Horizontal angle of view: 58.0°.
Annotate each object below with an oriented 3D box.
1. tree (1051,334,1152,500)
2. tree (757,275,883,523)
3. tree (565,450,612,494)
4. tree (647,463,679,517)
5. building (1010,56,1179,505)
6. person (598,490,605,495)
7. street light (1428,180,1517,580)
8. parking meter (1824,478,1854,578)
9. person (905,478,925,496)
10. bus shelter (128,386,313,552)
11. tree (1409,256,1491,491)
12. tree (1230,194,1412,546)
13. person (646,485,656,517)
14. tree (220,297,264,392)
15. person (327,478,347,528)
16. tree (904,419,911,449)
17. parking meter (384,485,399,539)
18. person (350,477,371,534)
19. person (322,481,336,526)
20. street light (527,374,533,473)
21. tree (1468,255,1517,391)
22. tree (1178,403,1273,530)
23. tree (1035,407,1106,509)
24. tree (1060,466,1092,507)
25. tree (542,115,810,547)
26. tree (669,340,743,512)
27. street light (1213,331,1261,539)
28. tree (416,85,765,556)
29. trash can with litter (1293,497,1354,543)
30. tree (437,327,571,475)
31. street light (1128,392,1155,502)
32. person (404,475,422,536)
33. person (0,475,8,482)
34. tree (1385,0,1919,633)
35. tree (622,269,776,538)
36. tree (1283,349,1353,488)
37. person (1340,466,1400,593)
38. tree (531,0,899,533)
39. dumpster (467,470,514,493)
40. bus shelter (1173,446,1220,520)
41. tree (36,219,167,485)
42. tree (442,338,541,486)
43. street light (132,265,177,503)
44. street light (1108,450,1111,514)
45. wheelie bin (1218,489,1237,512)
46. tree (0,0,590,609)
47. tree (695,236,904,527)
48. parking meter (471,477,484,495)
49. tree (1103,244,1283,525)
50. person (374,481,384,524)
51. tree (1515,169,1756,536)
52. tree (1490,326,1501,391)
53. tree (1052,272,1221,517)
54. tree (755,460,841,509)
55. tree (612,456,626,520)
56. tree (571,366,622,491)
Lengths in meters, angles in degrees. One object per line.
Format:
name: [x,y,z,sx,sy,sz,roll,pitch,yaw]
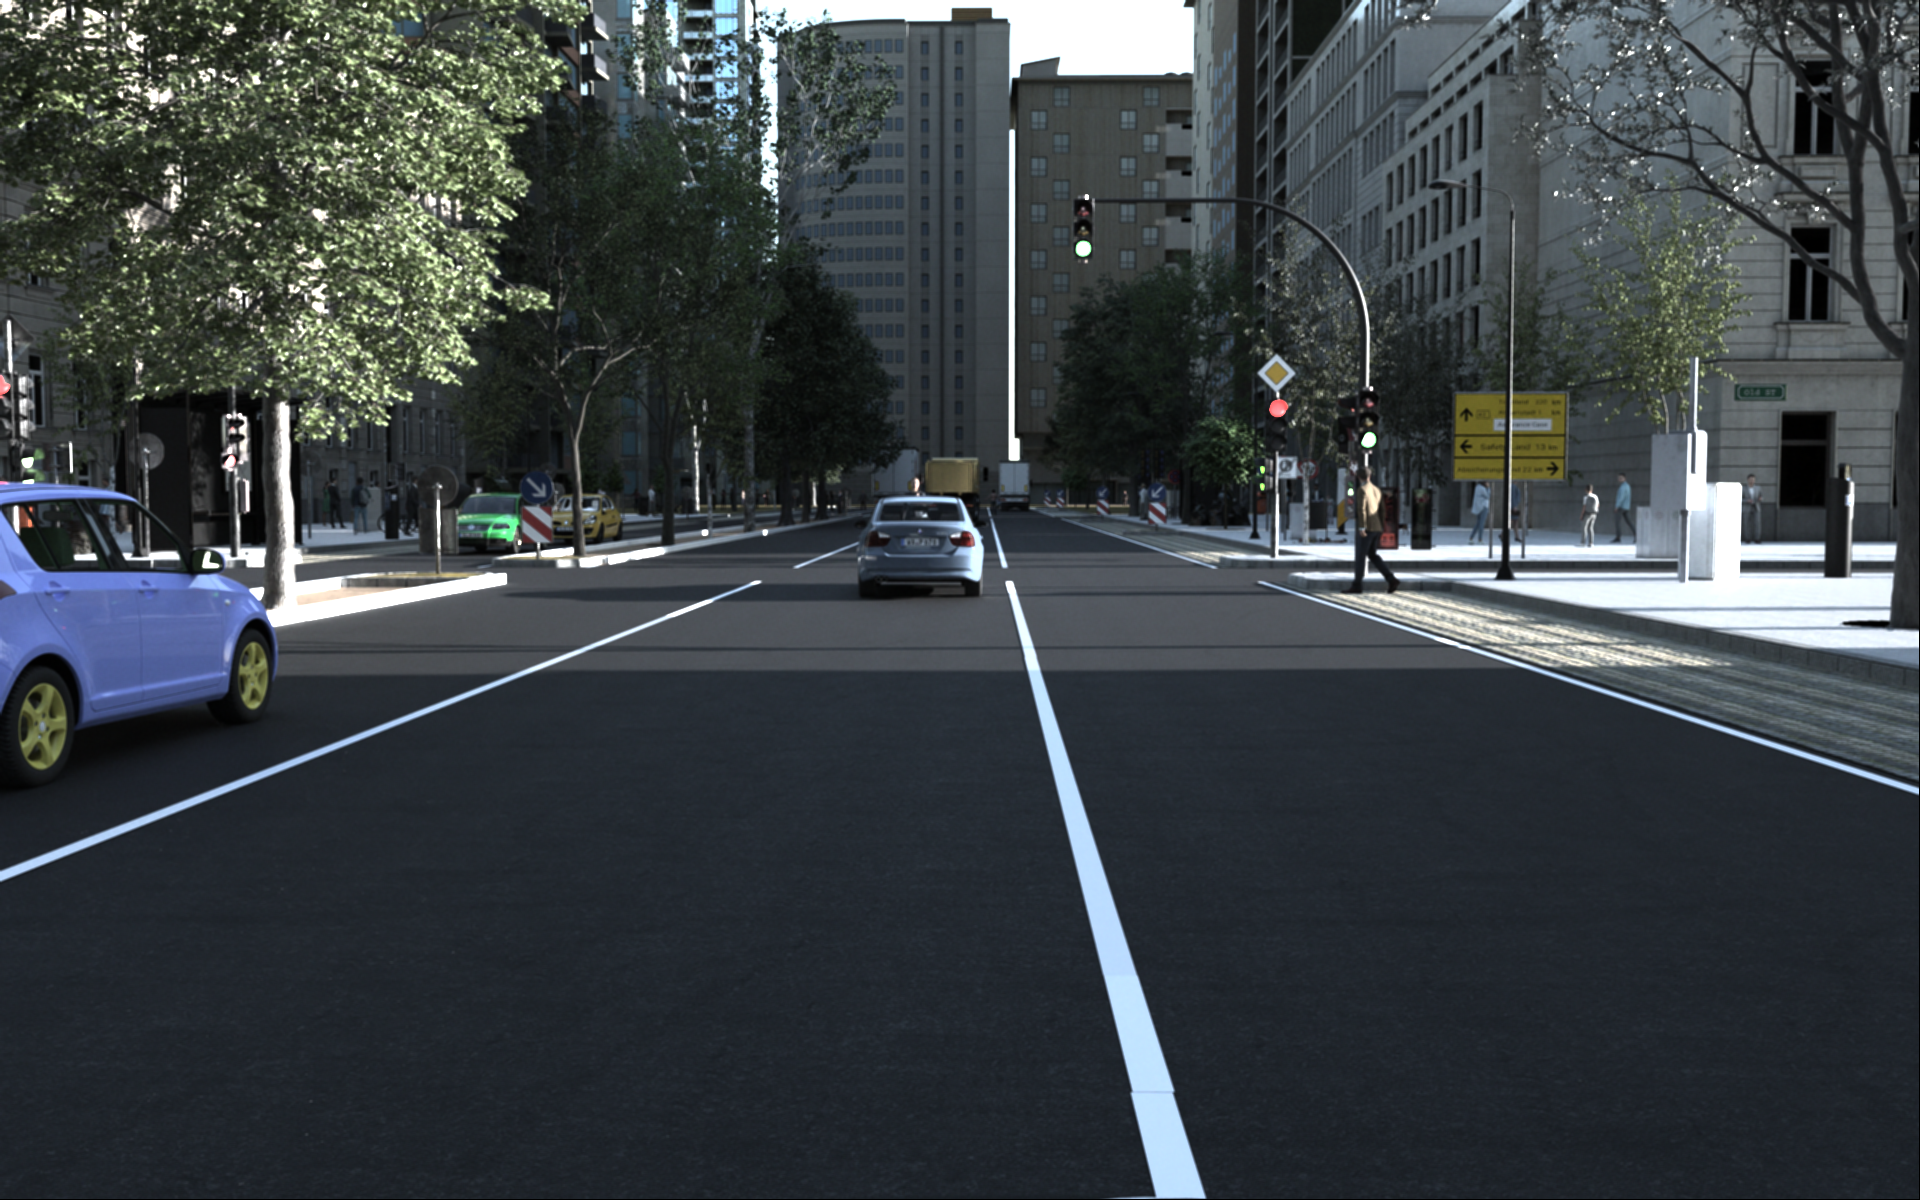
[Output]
tree: [9.960,-12.439,121.505,7.486,12.596,7.792,0,3,0]
tree: [-7.710,-10.079,85.373,7.486,12.596,7.792,0,3,0]
tree: [-16.420,-4.945,75.449,1.663,3.219,1.824,0,3,0]
tree: [-16.801,-6.310,97.772,1.663,3.219,1.824,0,3,0]
building: [19.952,-38.430,217.569,27.495,52.752,28.713,0,4,1]
person: [-19.073,-5.180,91.414,0.598,1.740,0.731,2,4,28]
street light: [7.637,-3.258,25.811,1.470,5.913,1.316,0,4,1]
parking meter: [13.519,-1.114,26.632,0.372,1.533,0.369,0,3,0]
person: [-0.953,-1.646,35.827,0.576,1.772,0.534,0,4,-1]
bus shelter: [-17.086,-3.007,40.453,1.731,3.624,6.357,0,4,1]
tree: [12.272,-6.061,49.465,4.360,8.622,3.978,0,3,0]
tree: [8.579,-5.636,42.506,4.360,8.622,3.978,0,3,0]
person: [-17.061,-5.462,95.580,0.641,1.798,0.478,2,4,33]
tree: [-24.972,-6.520,56.963,4.737,8.622,4.395,0,3,0]
person: [-23.443,-3.650,65.084,0.648,1.900,0.474,1,4,20]
tree: [-7.524,-10.676,94.012,9.611,12.733,9.660,0,3,0]
parking meter: [-16.123,-2.490,49.126,0.372,1.533,0.369,0,3,0]
person: [-19.110,-2.998,55.051,0.794,1.824,0.713,0,4,5]
person: [-25.484,-3.888,69.862,0.529,1.795,0.600,2,4,26]
street light: [-15.654,-5.655,65.001,1.470,5.913,1.316,0,4,1]
tree: [17.432,-6.273,52.923,4.737,8.622,4.395,0,3,0]
tree: [9.587,-4.831,62.694,4.285,4.588,4.351,0,3,0]
tree: [11.216,-14.841,177.061,7.601,10.594,8.767,-2,4,-29]
tree: [11.370,-11.367,169.567,4.285,4.588,4.351,0,3,0]
tree: [-7.922,-7.274,47.137,9.928,11.665,9.643,0,3,0]
tree: [-16.490,-13.265,127.245,12.009,13.543,11.850,0,3,0]
street light: [7.924,-4.710,49.555,1.470,5.913,1.316,0,4,1]
tree: [-8.385,-6.205,38.327,8.767,10.594,7.601,0,4,1]
trash can with litter: [9.842,-2.120,45.714,2.233,1.210,1.678,0,4,4]
tree: [-19.851,-7.566,74.073,4.737,8.622,4.395,0,3,0]
street light: [8.354,-6.527,79.258,1.470,5.913,1.316,0,4,1]
person: [-16.659,-2.888,53.042,0.755,1.850,0.659,-1,4,-12]
person: [-27.114,-2.627,49.093,0.694,1.812,0.767,3,4,39]
tree: [8.983,-6.478,16.278,12.009,13.543,11.850,0,3,0]
tree: [-7.991,-6.258,55.146,4.737,8.622,4.395,0,3,0]
tree: [17.833,-8.292,85.930,4.737,8.622,4.395,0,3,0]
person: [5.898,-1.005,24.849,0.836,1.842,0.656,1,4,12]
tree: [-8.951,-12.582,64.067,12.611,20.169,13.585,0,3,0]
dumpster: [-18.823,-4.081,69.220,1.502,2.255,1.985,0,4,1]
bus shelter: [11.651,-5.747,85.252,1.731,3.624,6.357,0,4,1]
tree: [-23.007,-5.901,46.843,4.737,8.622,4.395,0,3,0]
tree: [-21.752,-7.987,80.946,4.360,8.622,3.978,0,3,0]
street light: [-16.128,-3.821,35.017,1.470,5.913,1.316,0,4,1]
street light: [8.807,-8.344,108.961,1.470,5.913,1.316,0,4,1]
wheelie bin: [11.587,-4.112,75.147,0.693,1.594,0.980,1,4,22]
tree: [-8.595,-6.182,21.659,7.486,12.596,7.792,0,3,0]
tree: [-7.638,-9.577,76.051,9.611,12.733,9.660,0,3,0]
parking meter: [-16.947,-3.371,60.829,0.399,1.863,0.255,-3,5,-40]
tree: [9.574,-8.977,72.537,9.928,11.665,9.643,0,3,0]
person: [-25.381,-4.230,75.052,0.795,1.843,0.661,-1,4,-9]
tree: [15.635,-5.389,38.478,4.737,8.622,4.395,0,3,0]
tree: [16.529,-6.692,59.780,4.360,8.622,3.978,0,3,0]
tree: [10.086,-11.759,98.911,9.857,13.997,8.962,0,3,0]
tree: [-15.620,-16.902,182.997,9.857,13.997,8.962,0,3,0]
tree: [-17.128,-5.601,86.181,1.663,3.219,1.824,0,3,0]
tree: [-20.303,-8.924,96.275,4.737,8.622,4.395,0,3,0]
